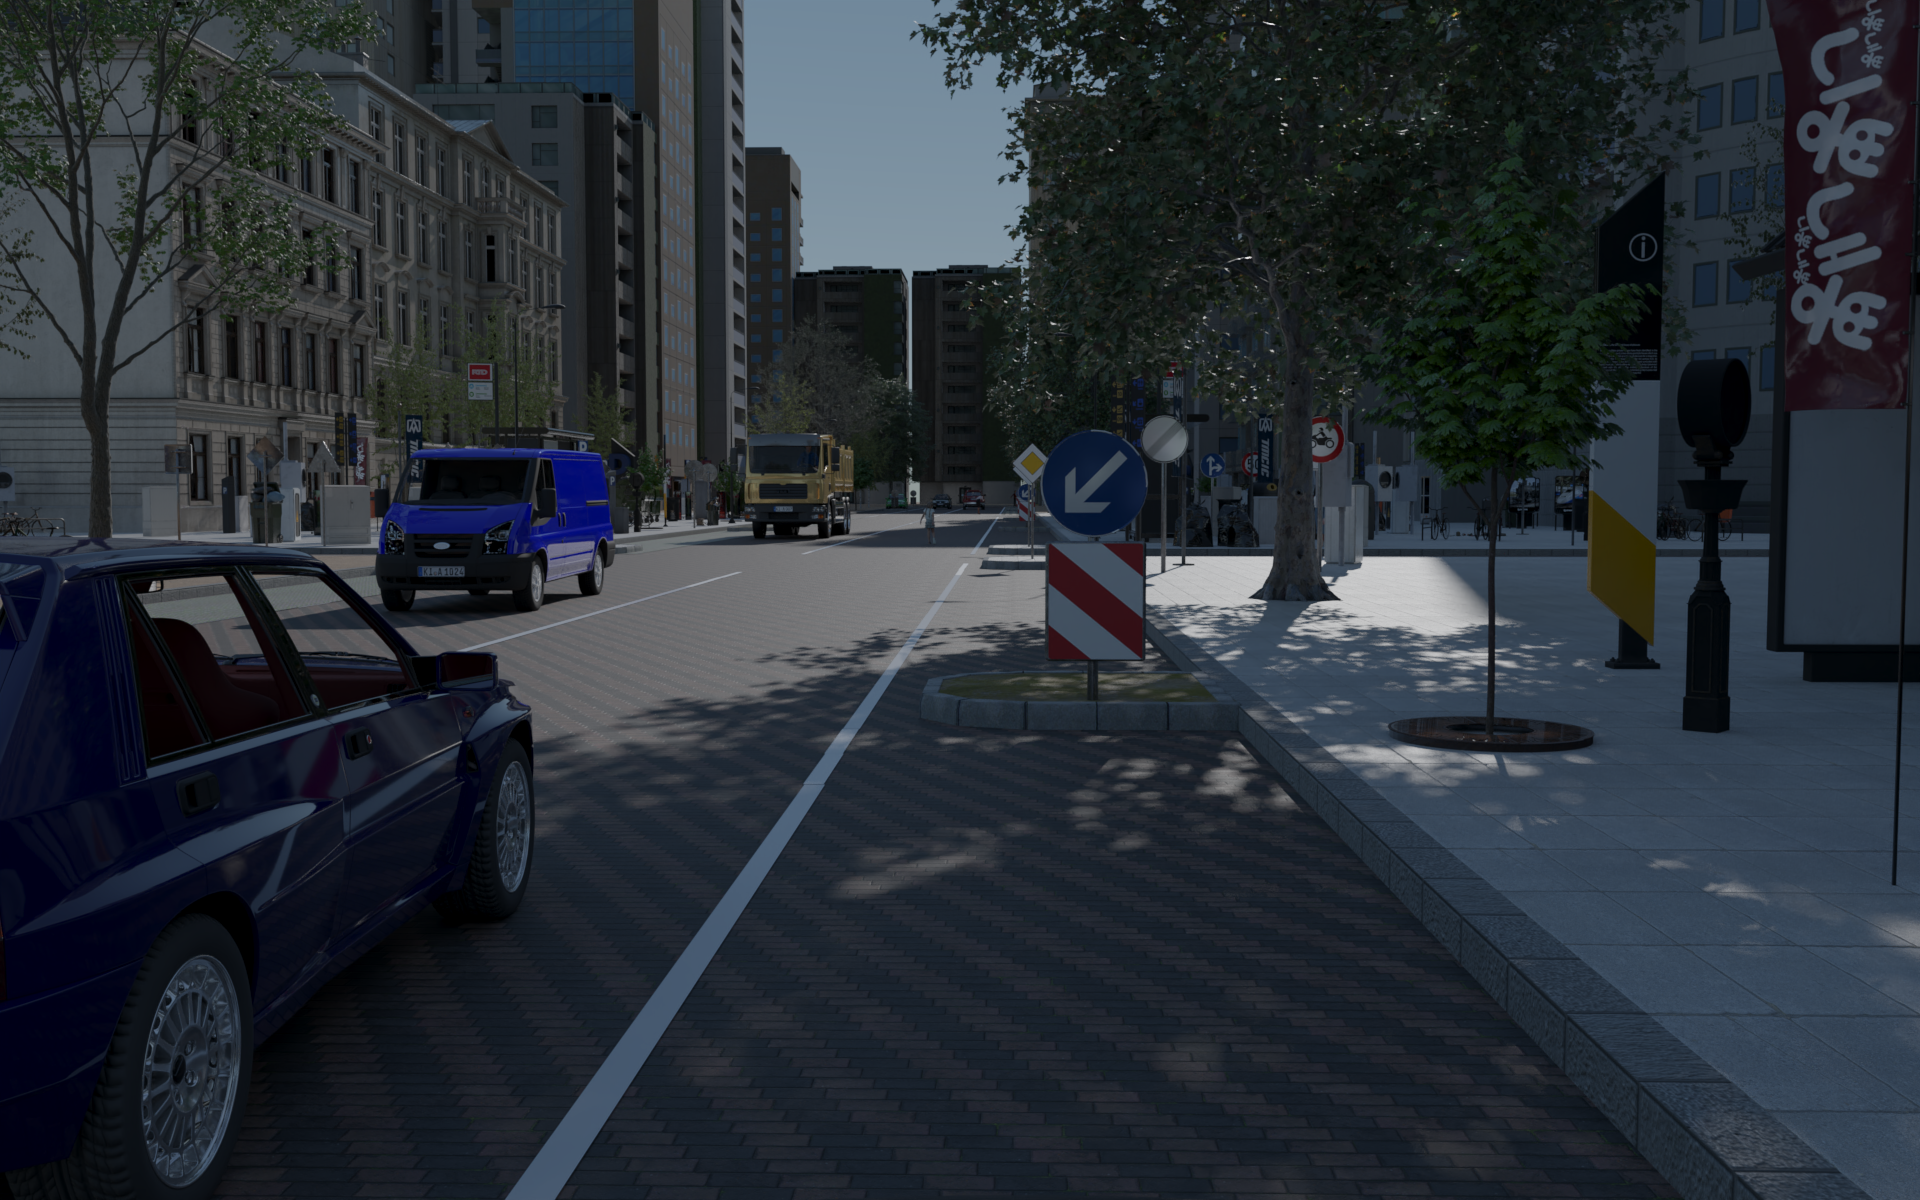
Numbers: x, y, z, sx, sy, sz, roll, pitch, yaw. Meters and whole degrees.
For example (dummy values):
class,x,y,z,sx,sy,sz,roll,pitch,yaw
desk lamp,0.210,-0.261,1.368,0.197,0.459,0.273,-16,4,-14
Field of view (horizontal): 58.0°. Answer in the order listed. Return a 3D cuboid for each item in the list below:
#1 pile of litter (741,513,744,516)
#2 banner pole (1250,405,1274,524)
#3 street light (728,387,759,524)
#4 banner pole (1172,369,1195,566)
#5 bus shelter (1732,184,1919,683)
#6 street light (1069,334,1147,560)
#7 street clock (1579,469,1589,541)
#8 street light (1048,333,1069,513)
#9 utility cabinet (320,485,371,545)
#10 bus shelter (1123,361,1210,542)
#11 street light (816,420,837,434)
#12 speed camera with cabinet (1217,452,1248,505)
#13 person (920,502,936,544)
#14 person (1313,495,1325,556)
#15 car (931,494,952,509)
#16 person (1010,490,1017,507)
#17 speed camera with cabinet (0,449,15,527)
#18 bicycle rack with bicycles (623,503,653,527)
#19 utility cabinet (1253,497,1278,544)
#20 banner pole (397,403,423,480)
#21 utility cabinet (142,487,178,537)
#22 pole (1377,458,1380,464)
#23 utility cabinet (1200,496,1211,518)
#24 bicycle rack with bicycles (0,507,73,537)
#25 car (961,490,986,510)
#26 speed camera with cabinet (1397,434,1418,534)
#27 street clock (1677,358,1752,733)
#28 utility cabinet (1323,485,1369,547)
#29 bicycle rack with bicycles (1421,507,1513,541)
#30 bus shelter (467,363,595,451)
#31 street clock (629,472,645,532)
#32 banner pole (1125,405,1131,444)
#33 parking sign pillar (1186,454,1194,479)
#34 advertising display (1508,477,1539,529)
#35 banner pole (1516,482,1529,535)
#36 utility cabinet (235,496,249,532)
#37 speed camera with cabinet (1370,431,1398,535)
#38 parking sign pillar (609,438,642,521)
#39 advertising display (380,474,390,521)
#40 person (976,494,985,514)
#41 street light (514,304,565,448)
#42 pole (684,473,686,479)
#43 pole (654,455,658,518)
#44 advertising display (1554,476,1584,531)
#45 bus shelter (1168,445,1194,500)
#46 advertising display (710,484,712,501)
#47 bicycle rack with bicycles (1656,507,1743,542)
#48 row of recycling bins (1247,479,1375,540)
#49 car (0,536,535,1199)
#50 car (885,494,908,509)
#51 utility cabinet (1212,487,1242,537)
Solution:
class,x,y,z,sx,sy,sz,roll,pitch,yaw
pile of litter,-12.209,-5.232,99.504,1.176,0.858,1.719,0,4,0
banner pole,8.184,-3.503,47.287,0.863,3.779,0.401,-1,4,-11
street light,-9.394,-6.283,75.263,1.470,5.913,1.316,0,4,2
banner pole,3.920,-2.498,30.854,0.401,3.779,0.863,2,4,27
bus shelter,6.263,-0.938,9.252,2.014,3.302,5.546,0,4,2
street light,2.942,-3.744,33.752,1.470,5.913,1.316,0,4,2
street clock,17.228,-2.626,47.502,0.471,2.002,0.358,2,4,25
street light,3.362,-4.736,49.978,1.470,5.913,1.316,0,4,2
utility cabinet,-15.361,-2.119,43.318,0.318,1.500,1.173,3,5,44
bus shelter,5.623,-4.397,49.525,2.179,5.291,8.768,0,4,2
street light,-8.382,-8.285,108.007,1.470,5.913,1.316,0,4,2
speed camera with cabinet,13.164,-5.348,81.776,2.038,3.252,0.660,0,4,4
person,-0.914,-2.201,49.499,0.505,1.210,0.382,1,4,12
person,7.575,-1.683,36.044,0.654,1.822,0.581,0,4,0
car,-1.714,-9.412,163.672,2.009,1.686,4.222,0,4,3
person,6.099,-11.153,190.812,1.348,1.831,0.705,-2,4,-27
speed camera with cabinet,-31.700,-3.764,55.883,2.038,3.252,0.660,-3,5,-42
bicycle rack with bicycles,-13.444,-3.299,67.323,2.925,0.926,2.852,-1,4,-8
utility cabinet,8.027,-2.028,44.319,1.020,1.237,0.306,-1,4,-20
banner pole,-15.277,-3.547,48.013,0.863,3.779,0.401,-2,4,-31
utility cabinet,-23.996,-2.645,51.925,0.318,1.500,1.173,1,4,13
pole,23.359,-6.296,96.775,0.158,3.312,0.155,0,3,0
utility cabinet,8.424,-2.878,58.210,0.306,1.237,1.020,-1,4,-16
bicycle rack with bicycles,-26.212,-2.090,47.556,2.852,0.926,2.925,2,4,27
car,1.261,-9.200,159.093,2.281,1.827,5.304,0,3,0
speed camera with cabinet,14.215,-3.758,55.786,0.660,3.252,2.038,0,4,2
street clock,4.052,-0.292,9.346,0.358,2.002,0.471,3,5,43
utility cabinet,9.285,-2.036,41.973,1.173,1.500,0.318,2,4,34
bicycle rack with bicycles,14.074,-2.130,48.212,2.852,0.926,2.925,2,4,24
bus shelter,-13.870,-4.771,55.643,2.179,5.291,8.768,0,4,2
street clock,-10.838,-3.275,58.110,0.471,2.002,0.358,1,4,10
banner pole,4.167,-3.223,42.709,0.863,3.779,0.401,-1,4,-9
parking sign pillar,15.395,-7.843,116.708,1.447,3.967,1.447,0,4,-6
advertising display,20.786,-3.599,64.062,0.974,1.923,0.123,0,4,5
banner pole,17.752,-3.943,54.478,0.401,3.779,0.863,1,4,12
utility cabinet,-24.698,-2.948,59.355,0.306,1.237,1.020,0,4,-6
speed camera with cabinet,12.521,-3.632,53.727,2.038,3.252,0.660,-2,4,-34
parking sign pillar,-16.231,-5.791,83.158,1.447,3.967,1.447,2,4,24
advertising display,-18.347,-3.063,55.291,0.123,1.923,0.974,-2,4,-27
person,1.426,-6.732,121.751,0.628,1.438,0.799,0,4,1
street light,-10.348,-4.280,42.517,1.470,5.913,1.316,0,4,2
pole,-17.271,-7.058,109.244,0.158,3.312,0.155,0,3,0
pole,-16.009,-5.965,91.364,0.158,3.312,0.155,0,3,0
advertising display,21.252,-3.377,60.434,0.974,1.923,0.123,1,4,14
bus shelter,7.344,-4.290,64.066,2.014,3.302,5.546,0,4,2
advertising display,-15.552,-6.270,107.734,0.123,1.923,0.974,0,4,1
bicycle rack with bicycles,19.915,-2.088,47.517,2.925,0.926,2.852,-2,4,-31
row of recycling bins,9.857,-2.547,48.748,3.534,1.692,1.069,0,4,0
car,-2.355,0.483,4.690,1.945,1.354,3.894,0,4,0
car,-5.482,-8.663,150.442,1.959,1.807,4.718,0,4,1
utility cabinet,7.886,-2.596,51.130,0.318,1.500,1.173,-1,4,-21
